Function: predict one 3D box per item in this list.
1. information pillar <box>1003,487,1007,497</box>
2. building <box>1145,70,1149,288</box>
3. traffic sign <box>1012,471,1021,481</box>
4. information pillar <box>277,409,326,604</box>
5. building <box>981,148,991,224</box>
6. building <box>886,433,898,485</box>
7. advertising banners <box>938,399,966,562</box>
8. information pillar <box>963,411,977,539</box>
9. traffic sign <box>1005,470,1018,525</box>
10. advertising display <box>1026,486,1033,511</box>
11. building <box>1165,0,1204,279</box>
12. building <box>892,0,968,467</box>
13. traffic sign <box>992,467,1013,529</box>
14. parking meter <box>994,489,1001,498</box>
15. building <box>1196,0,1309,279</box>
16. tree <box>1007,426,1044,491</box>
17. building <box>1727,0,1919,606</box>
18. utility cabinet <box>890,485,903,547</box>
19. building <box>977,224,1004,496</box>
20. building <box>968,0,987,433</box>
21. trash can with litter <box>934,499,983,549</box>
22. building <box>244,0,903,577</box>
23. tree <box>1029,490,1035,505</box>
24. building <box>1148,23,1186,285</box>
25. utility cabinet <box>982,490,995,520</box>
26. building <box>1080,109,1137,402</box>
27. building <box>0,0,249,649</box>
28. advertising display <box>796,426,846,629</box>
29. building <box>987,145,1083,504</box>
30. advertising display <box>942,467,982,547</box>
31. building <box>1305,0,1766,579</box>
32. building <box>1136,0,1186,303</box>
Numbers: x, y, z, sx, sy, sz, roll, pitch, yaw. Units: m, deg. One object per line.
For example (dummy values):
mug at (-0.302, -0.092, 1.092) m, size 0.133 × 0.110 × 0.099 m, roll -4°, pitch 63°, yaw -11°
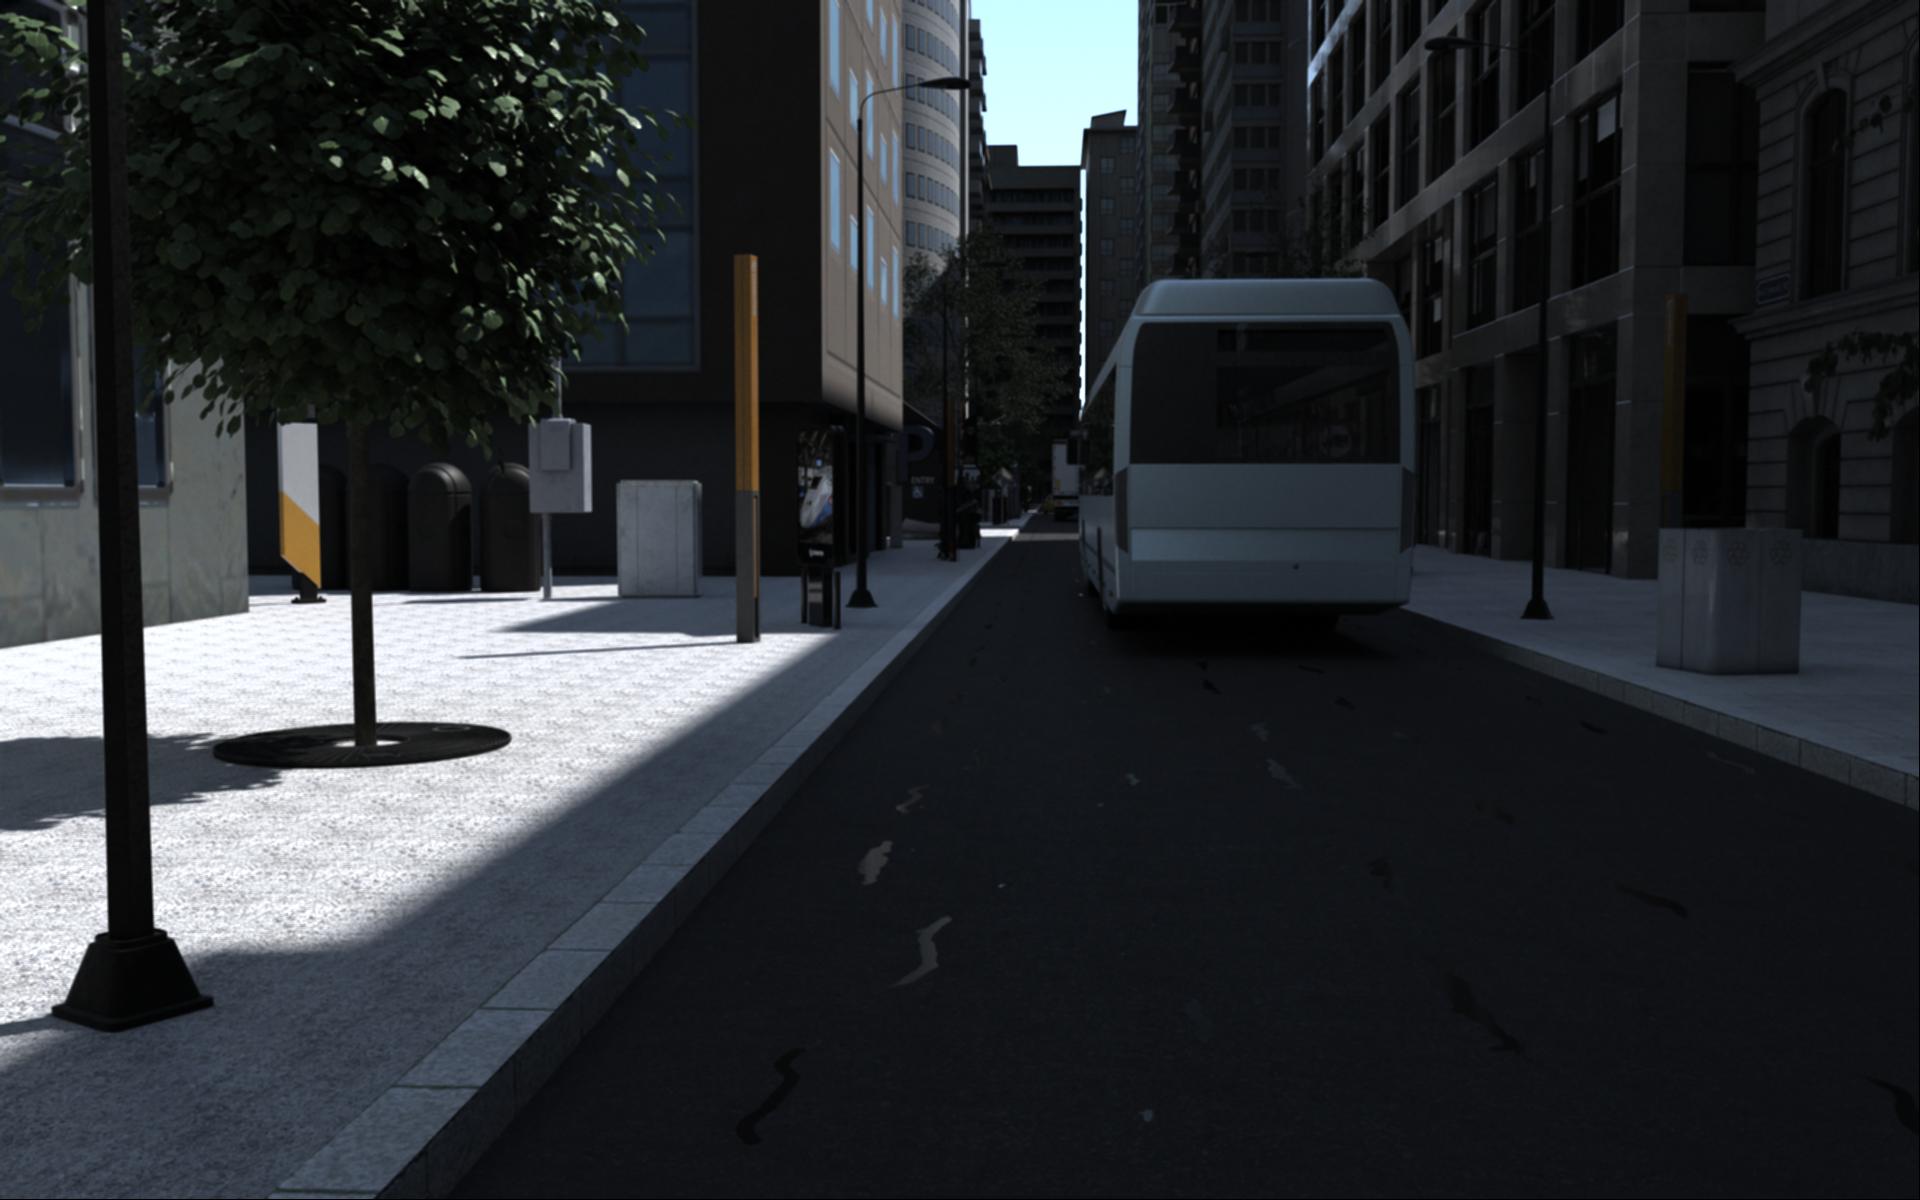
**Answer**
information pillar at (2.454, -6.112, 91.278) m, size 0.504 × 3.616 × 0.183 m, roll -2°, pitch 4°, yaw -32°
building at (25.371, -31.715, 168.658) m, size 14.600 × 45.320 × 14.200 m, roll 0°, pitch 4°, yaw 3°
traffic sign at (2.932, -5.773, 94.501) m, size 0.768 × 2.556 × 0.104 m, roll 1°, pitch 4°, yaw 13°
information pillar at (-7.713, -1.765, 20.210) m, size 0.183 × 3.616 × 0.504 m, roll 2°, pitch 4°, yaw 35°
building at (-9.284, -33.864, 208.306) m, size 28.867 × 44.769 × 22.147 m, roll 0°, pitch 4°, yaw 3°
building at (-11.698, -39.422, 82.798) m, size 20.563 × 71.187 × 20.611 m, roll 0°, pitch 4°, yaw 3°
advertising banners at (-0.146, -2.253, 33.027) m, size 0.090 × 3.025 × 2.074 m, roll -1°, pitch 4°, yaw -13°
information pillar at (0.222, -3.517, 48.865) m, size 0.504 × 3.616 × 0.183 m, roll -1°, pitch 4°, yaw -9°
traffic sign at (1.978, -4.131, 71.187) m, size 0.795 × 2.450 × 0.064 m, roll 0°, pitch 4°, yaw 3°
advertising display at (5.204, -7.874, 133.950) m, size 0.974 × 1.923 × 0.123 m, roll 3°, pitch 5°, yaw 42°
building at (26.235, -28.710, 124.028) m, size 22.147 × 44.769 × 28.867 m, roll 0°, pitch 4°, yaw 3°
building at (-10.601, -35.142, 116.574) m, size 21.231 × 58.520 × 28.212 m, roll 0°, pitch 4°, yaw 3°
traffic sign at (1.552, -3.643, 63.213) m, size 0.795 × 2.450 × 0.064 m, roll 0°, pitch 4°, yaw 3°
parking meter at (1.963, -4.975, 89.758) m, size 0.372 × 1.533 × 0.369 m, roll 0°, pitch 3°, yaw 0°
building at (24.990, -24.313, 89.398) m, size 23.993 × 40.220 × 32.217 m, roll 0°, pitch 4°, yaw 3°
tree at (5.810, -12.811, 159.827) m, size 4.737 × 8.622 × 4.395 m, roll 0°, pitch 3°, yaw 0°
building at (15.542, -11.504, 7.182) m, size 14.460 × 24.649 × 34.723 m, roll 0°, pitch 4°, yaw 3°
utility cabinet at (-1.522, -2.011, 41.567) m, size 0.318 × 1.500 × 1.173 m, roll 0°, pitch 4°, yaw -2°
building at (-2.560, -25.240, 184.378) m, size 14.160 × 30.474 × 14.107 m, roll 0°, pitch 4°, yaw 3°
building at (-8.870, -33.155, 161.697) m, size 23.786 × 49.044 × 30.456 m, roll 0°, pitch 4°, yaw 3°
trash can with litter at (-0.035, -1.769, 40.312) m, size 1.055 × 1.170 × 0.624 m, roll -2°, pitch 4°, yaw -27°
building at (-8.607, -23.390, 32.540) m, size 14.600 × 45.320 × 14.200 m, roll 0°, pitch 4°, yaw 3°
tree at (8.194, -12.917, 205.793) m, size 1.663 × 3.219 × 1.824 m, roll 0°, pitch 3°, yaw 0°
building at (23.691, -28.793, 154.352) m, size 14.154 × 41.232 × 14.086 m, roll 0°, pitch 4°, yaw 3°
utility cabinet at (1.371, -4.680, 85.189) m, size 0.318 × 1.500 × 1.173 m, roll -1°, pitch 4°, yaw -19°
building at (30.899, -40.126, 245.301) m, size 27.495 × 52.752 × 28.713 m, roll 0°, pitch 4°, yaw 3°
building at (-17.683, -42.111, 1.180) m, size 22.319 × 86.520 × 31.000 m, roll 0°, pitch 4°, yaw 3°
advertising display at (-1.354, -0.707, 16.770) m, size 0.123 × 1.923 × 0.974 m, roll -2°, pitch 4°, yaw -27°
building at (6.187, -37.878, 243.005) m, size 21.600 × 48.544 × 21.300 m, roll 0°, pitch 4°, yaw 3°
advertising display at (0.051, -2.219, 41.488) m, size 0.974 × 1.923 × 0.123 m, roll -1°, pitch 4°, yaw -22°
building at (20.526, -14.506, 41.683) m, size 19.350 × 26.468 × 34.151 m, roll 0°, pitch 4°, yaw 3°
building at (29.568, -46.971, 206.233) m, size 20.563 × 71.187 × 20.611 m, roll 0°, pitch 4°, yaw 3°
